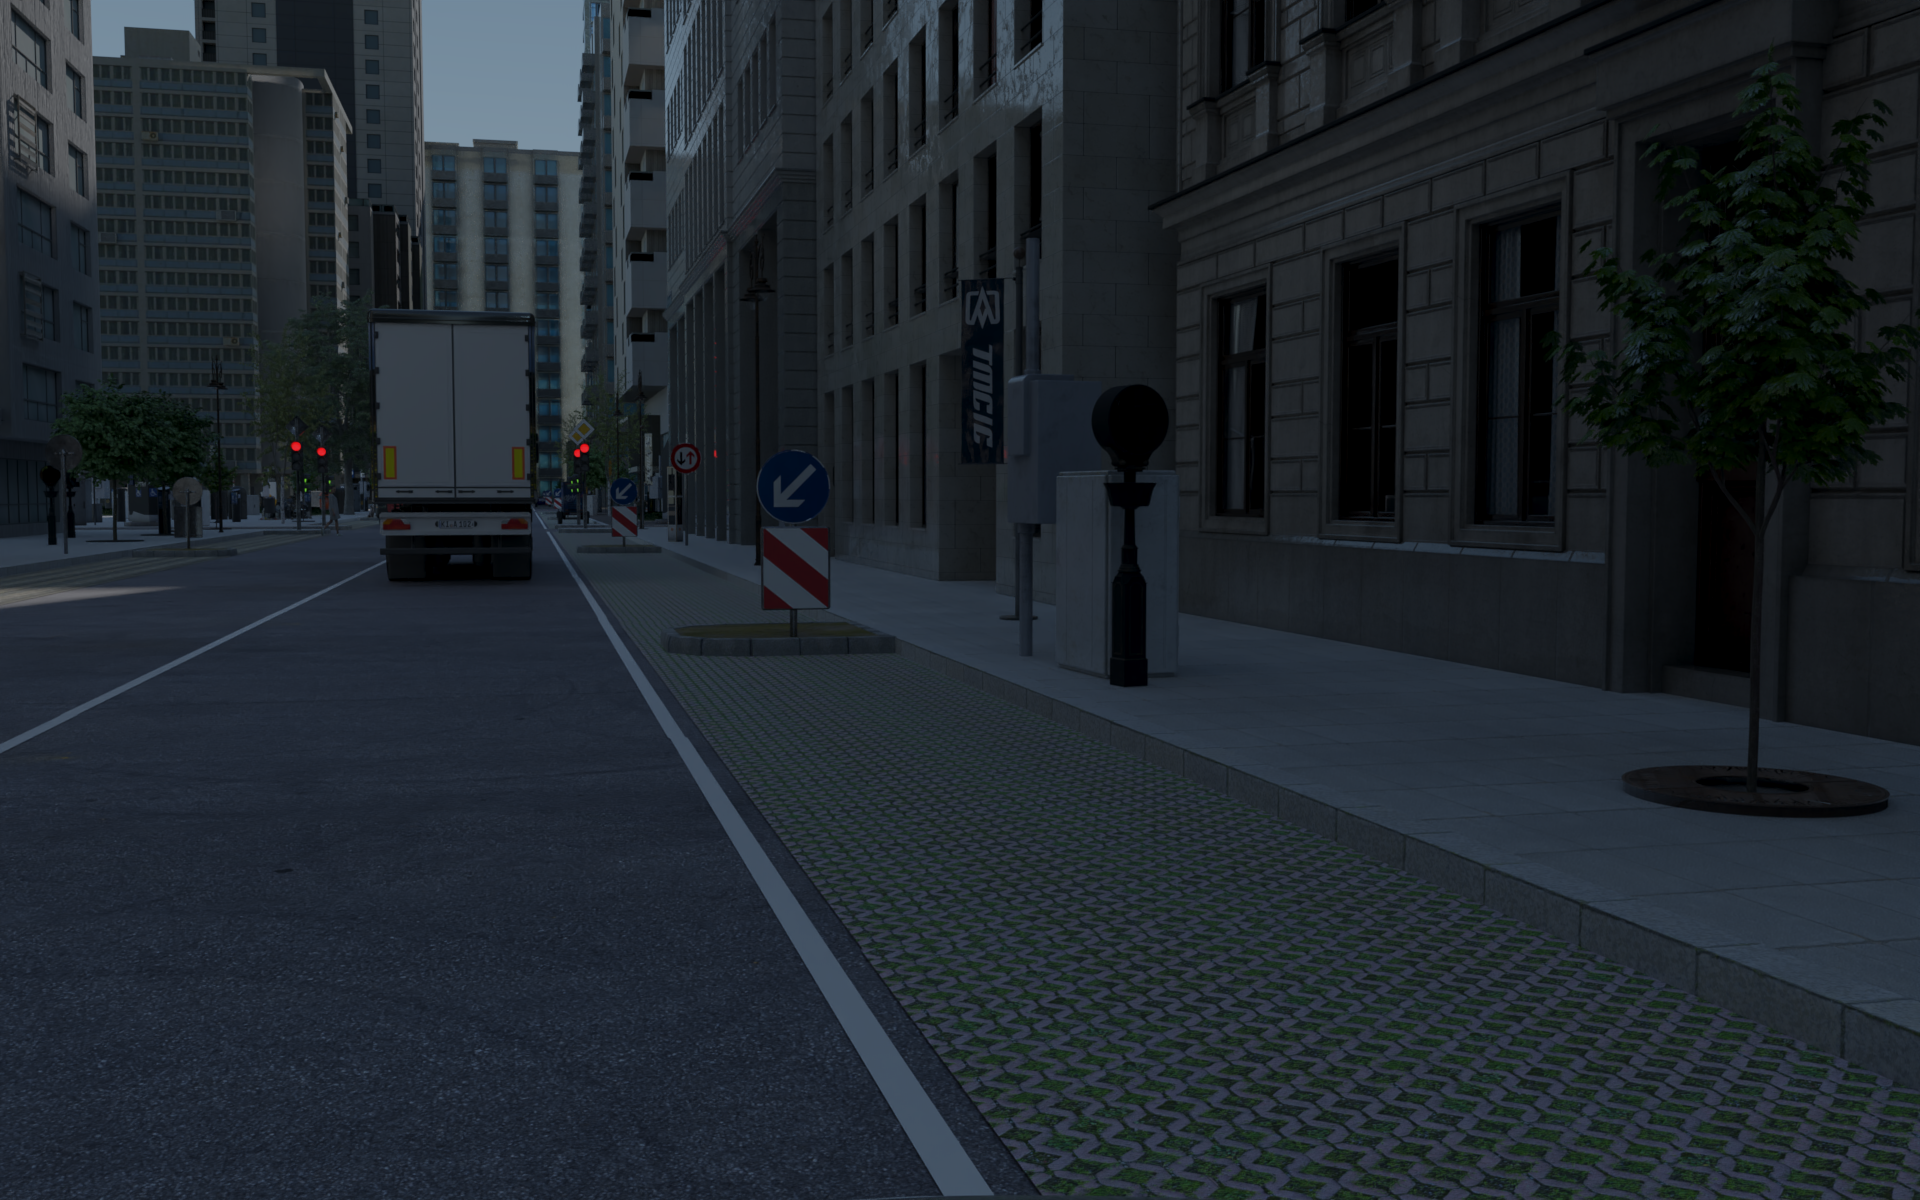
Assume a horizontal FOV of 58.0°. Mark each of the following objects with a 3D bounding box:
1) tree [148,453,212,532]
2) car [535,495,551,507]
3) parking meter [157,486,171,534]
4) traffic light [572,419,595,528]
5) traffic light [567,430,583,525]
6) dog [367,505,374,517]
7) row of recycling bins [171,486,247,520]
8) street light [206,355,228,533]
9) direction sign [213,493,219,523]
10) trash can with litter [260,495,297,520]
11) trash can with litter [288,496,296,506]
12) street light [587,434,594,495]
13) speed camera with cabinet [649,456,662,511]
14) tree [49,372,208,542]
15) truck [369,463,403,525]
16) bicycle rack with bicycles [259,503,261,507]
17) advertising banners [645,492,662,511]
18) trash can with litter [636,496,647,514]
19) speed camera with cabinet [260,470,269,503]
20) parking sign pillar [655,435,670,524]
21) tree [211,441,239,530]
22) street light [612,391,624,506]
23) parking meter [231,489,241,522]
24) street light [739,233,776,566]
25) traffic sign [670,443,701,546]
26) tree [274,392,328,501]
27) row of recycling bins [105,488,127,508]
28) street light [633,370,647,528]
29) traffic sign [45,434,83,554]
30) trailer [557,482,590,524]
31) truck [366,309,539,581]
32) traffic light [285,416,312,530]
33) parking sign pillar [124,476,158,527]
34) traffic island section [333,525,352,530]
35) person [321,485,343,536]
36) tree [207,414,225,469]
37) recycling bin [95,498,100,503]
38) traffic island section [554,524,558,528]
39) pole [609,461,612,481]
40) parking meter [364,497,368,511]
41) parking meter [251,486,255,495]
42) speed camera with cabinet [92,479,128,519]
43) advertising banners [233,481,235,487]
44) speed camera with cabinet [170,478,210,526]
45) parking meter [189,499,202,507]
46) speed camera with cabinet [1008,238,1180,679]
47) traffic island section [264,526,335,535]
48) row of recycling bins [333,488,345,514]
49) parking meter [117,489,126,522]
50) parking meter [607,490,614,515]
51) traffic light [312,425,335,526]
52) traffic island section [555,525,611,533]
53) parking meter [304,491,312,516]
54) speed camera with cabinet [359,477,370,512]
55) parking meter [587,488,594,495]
[{"bbox_3d":[-26.774,-3.941,59.038,1.663,3.219,1.824,0,3,0],"label":"tree"},{"bbox_3d":[-45.721,-10.841,189.826,1.945,1.354,3.894,-1,4,-14],"label":"car"},{"bbox_3d":[-25.662,-2.902,55.855,0.372,1.533,0.369,0,3,0],"label":"parking meter"},{"bbox_3d":[-13.998,-4.622,64.496,0.839,4.253,0.868,-1,4,-14],"label":"traffic light"},{"bbox_3d":[-15.947,-5.096,72.240,0.839,4.253,0.868,-1,4,-14],"label":"traffic light"},{"bbox_3d":[-33.366,-4.982,98.296,0.513,0.831,0.800,0,4,-5],"label":"dog"},{"bbox_3d":[-37.612,-4.876,86.834,3.534,1.692,1.069,-3,4,-37],"label":"row of recycling bins"},{"bbox_3d":[-24.690,-5.193,57.701,0.468,5.910,1.993,-1,4,-14],"label":"street light"},{"bbox_3d":[-32.801,-5.165,76.449,0.379,3.537,0.876,-1,4,-22],"label":"direction sign"},{"bbox_3d":[-33.709,-4.564,85.673,2.233,1.210,1.678,-2,4,-35],"label":"trash can with litter"},{"bbox_3d":[-47.624,-6.865,123.631,0.624,1.170,1.055,0,4,-4],"label":"trash can with litter"},{"bbox_3d":[-23.747,-8.477,111.389,0.468,5.910,1.993,-1,4,-14],"label":"street light"},{"bbox_3d":[-15.282,-5.834,89.716,0.660,3.252,2.038,2,4,25],"label":"speed camera with cabinet"},{"bbox_3d":[-22.777,-3.844,46.571,4.285,4.588,4.351,0,3,0],"label":"tree"},{"bbox_3d":[-24.150,-5.371,76.728,2.839,4.237,11.283,-1,4,-12],"label":"truck"},{"bbox_3d":[-51.498,-6.955,127.103,2.925,0.926,2.852,2,4,26],"label":"bicycle rack with bicycles"},{"bbox_3d":[-15.793,-5.900,92.659,2.074,3.025,0.090,-1,4,-20],"label":"advertising banners"},{"bbox_3d":[-17.912,-5.337,98.651,1.055,1.170,0.624,1,4,18],"label":"trash can with litter"},{"bbox_3d":[-52.841,-8.403,131.730,0.660,3.252,2.038,-2,4,-27],"label":"speed camera with cabinet"},{"bbox_3d":[-12.498,-5.293,75.019,1.447,3.967,1.447,-2,4,-28],"label":"parking sign pillar"},{"bbox_3d":[-26.723,-4.148,62.427,1.663,3.219,1.824,0,3,0],"label":"tree"},{"bbox_3d":[-15.367,-6.423,77.812,0.468,5.910,1.993,-1,4,-14],"label":"street light"},{"bbox_3d":[-33.062,-4.324,79.107,0.372,1.533,0.369,0,3,0],"label":"parking meter"},{"bbox_3d":[-3.617,-3.558,30.955,0.468,5.910,1.993,-1,4,-14],"label":"street light"},{"bbox_3d":[-6.805,-2.627,43.057,0.768,2.556,0.104,0,4,-6],"label":"traffic sign"},{"bbox_3d":[-45.885,-10.411,120.577,4.360,8.622,3.978,0,3,0],"label":"tree"},{"bbox_3d":[-54.308,-6.410,111.911,1.069,1.692,3.534,-3,5,-42],"label":"row of recycling bins"},{"bbox_3d":[-11.876,-5.604,64.414,0.468,5.910,1.993,-1,4,-14],"label":"street light"},{"bbox_3d":[-19.160,-2.259,37.045,0.768,2.556,0.104,0,4,-6],"label":"traffic sign"},{"bbox_3d":[-18.293,-4.567,81.711,1.471,1.999,3.904,-1,4,-15],"label":"trailer"},{"bbox_3d":[-9.144,-2.630,31.912,2.839,4.237,11.283,-1,4,-15],"label":"truck"},{"bbox_3d":[-23.703,-4.472,62.045,0.839,4.253,0.868,-1,4,-14],"label":"traffic light"},{"bbox_3d":[-32.442,-4.909,68.742,1.447,3.967,1.447,2,4,31],"label":"parking sign pillar"},{"bbox_3d":[-25.694,-2.913,69.914,2.009,0.180,2.903,-1,4,-14],"label":"traffic island section"},{"bbox_3d":[-21.376,-3.040,58.955,0.466,1.731,0.760,2,4,35],"label":"person"},{"bbox_3d":[-24.648,-4.286,53.797,4.285,4.588,4.351,0,3,0],"label":"tree"},{"bbox_3d":[-64.879,-7.157,129.578,0.722,1.027,0.722,1,4,12],"label":"recycling bin"},{"bbox_3d":[-15.906,-3.063,72.364,2.009,0.180,2.903,-1,4,-14],"label":"traffic island section"},{"bbox_3d":[-21.309,-6.832,105.548,0.158,3.312,0.155,0,3,0],"label":"pole"},{"bbox_3d":[-43.901,-7.309,127.906,0.372,1.533,0.369,0,3,0],"label":"parking meter"},{"bbox_3d":[-53.885,-7.724,132.005,0.255,1.863,0.399,-1,4,-13],"label":"parking meter"},{"bbox_3d":[-44.090,-5.866,90.239,2.038,3.252,0.660,0,4,2],"label":"speed camera with cabinet"},{"bbox_3d":[-57.480,-8.591,136.647,0.090,3.025,2.074,-2,4,-35],"label":"advertising banners"},{"bbox_3d":[-30.551,-4.544,68.627,0.660,3.252,2.038,0,4,6],"label":"speed camera with cabinet"},{"bbox_3d":[-22.946,-2.662,51.940,0.372,1.533,0.369,0,3,0],"label":"parking meter"},{"bbox_3d":[0.959,-1.136,12.907,0.660,3.252,2.038,-1,4,-18],"label":"speed camera with cabinet"},{"bbox_3d":[-23.745,-2.440,62.170,2.009,0.180,2.903,-1,4,-14],"label":"traffic island section"},{"bbox_3d":[-40.296,-6.457,112.677,1.069,1.692,3.534,-1,4,-10],"label":"row of recycling bins"},{"bbox_3d":[-38.738,-4.376,79.961,0.372,1.533,0.369,0,3,0],"label":"parking meter"},{"bbox_3d":[-21.013,-5.853,104.101,0.372,1.533,0.369,0,3,0],"label":"parking meter"},{"bbox_3d":[-25.653,-4.946,69.789,0.839,4.253,0.868,-1,4,-14],"label":"traffic light"},{"bbox_3d":[-13.956,-2.590,64.620,2.009,0.180,2.903,-1,4,-14],"label":"traffic island section"},{"bbox_3d":[-37.650,-5.602,100.000,0.372,1.533,0.369,0,3,0],"label":"parking meter"},{"bbox_3d":[-43.448,-8.028,125.594,0.660,3.252,2.038,0,4,2],"label":"speed camera with cabinet"},{"bbox_3d":[-24.210,-6.597,113.578,0.399,1.863,0.255,2,4,24],"label":"parking meter"}]
